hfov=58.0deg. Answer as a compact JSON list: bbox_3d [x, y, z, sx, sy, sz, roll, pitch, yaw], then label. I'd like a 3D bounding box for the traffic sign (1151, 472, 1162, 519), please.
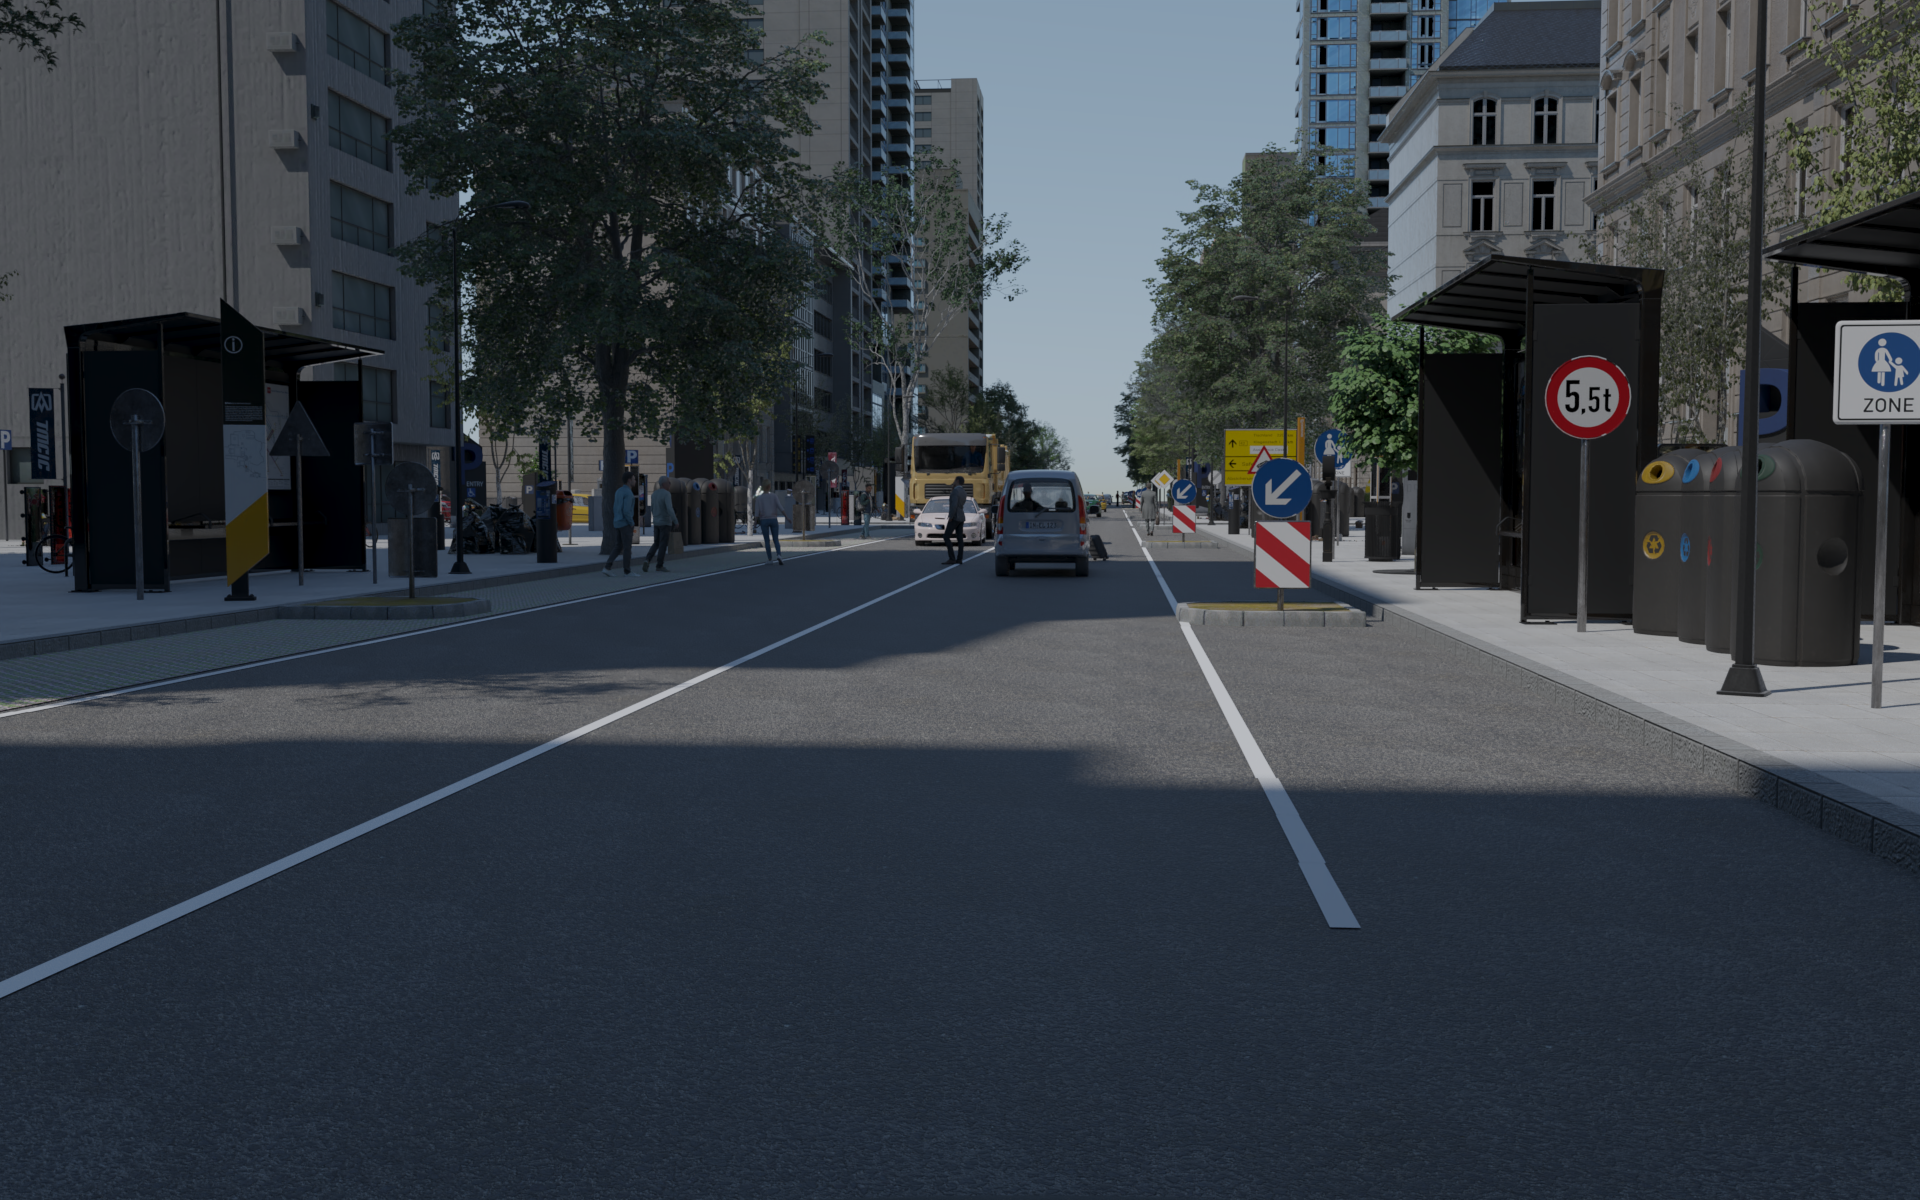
[{"bbox_3d":[9.088,-4.608,78.984,0.795,2.450,0.064,0,4,5],"label":"traffic sign"}]

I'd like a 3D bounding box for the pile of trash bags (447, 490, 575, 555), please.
[{"bbox_3d":[-9.614,-1.742,38.236,1.912,1.369,3.447,1,4,21],"label":"pile of trash bags"}]

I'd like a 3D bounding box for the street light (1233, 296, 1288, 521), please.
[{"bbox_3d":[7.094,-4.167,40.665,1.470,5.913,1.316,0,4,5],"label":"street light"}]

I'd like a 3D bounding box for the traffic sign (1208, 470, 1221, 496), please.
[{"bbox_3d":[13.747,-5.704,93.359,0.768,2.556,0.104,1,4,14],"label":"traffic sign"}]

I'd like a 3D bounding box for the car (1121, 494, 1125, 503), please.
[{"bbox_3d":[26.593,-16.283,276.014,2.009,1.686,4.222,0,4,6],"label":"car"}]

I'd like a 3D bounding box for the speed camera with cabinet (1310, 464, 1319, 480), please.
[{"bbox_3d":[19.628,-6.459,99.947,2.038,3.252,0.660,-1,4,-9],"label":"speed camera with cabinet"}]

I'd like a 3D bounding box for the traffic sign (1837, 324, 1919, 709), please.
[{"bbox_3d":[5.487,-0.500,10.302,0.606,2.300,0.079,0,4,7],"label":"traffic sign"}]

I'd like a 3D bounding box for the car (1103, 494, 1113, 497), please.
[{"bbox_3d":[25.577,-17.861,301.067,2.155,1.783,4.494,0,4,5],"label":"car"}]

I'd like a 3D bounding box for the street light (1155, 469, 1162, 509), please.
[{"bbox_3d":[14.574,-9.232,123.485,1.470,5.913,1.316,0,4,5],"label":"street light"}]

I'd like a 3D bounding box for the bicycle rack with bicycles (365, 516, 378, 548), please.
[{"bbox_3d":[-15.665,-1.709,41.323,2.925,0.926,2.852,3,5,41],"label":"bicycle rack with bicycles"}]

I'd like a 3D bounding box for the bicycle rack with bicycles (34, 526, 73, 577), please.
[{"bbox_3d":[-13.404,-0.895,28.015,2.925,0.926,2.852,-1,4,-12],"label":"bicycle rack with bicycles"}]

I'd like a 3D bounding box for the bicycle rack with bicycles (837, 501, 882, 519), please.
[{"bbox_3d":[-5.020,-4.678,89.862,2.925,0.926,2.852,-2,4,-25],"label":"bicycle rack with bicycles"}]

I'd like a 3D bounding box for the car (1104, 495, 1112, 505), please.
[{"bbox_3d":[18.582,-12.936,223.859,2.083,1.381,4.827,0,4,3],"label":"car"}]

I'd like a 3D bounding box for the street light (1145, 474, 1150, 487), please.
[{"bbox_3d":[17.248,-11.077,153.648,1.470,5.913,1.316,0,4,5],"label":"street light"}]

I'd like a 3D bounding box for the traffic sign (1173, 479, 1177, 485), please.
[{"bbox_3d":[18.662,-9.106,148.981,0.768,2.556,0.104,1,4,14],"label":"traffic sign"}]

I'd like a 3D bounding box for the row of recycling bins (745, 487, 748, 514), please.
[{"bbox_3d":[-11.364,-5.041,89.532,1.069,1.692,3.534,-1,4,-9],"label":"row of recycling bins"}]

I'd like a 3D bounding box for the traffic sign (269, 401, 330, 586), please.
[{"bbox_3d":[-9.238,-1.481,24.214,0.884,2.594,0.081,0,4,6],"label":"traffic sign"}]

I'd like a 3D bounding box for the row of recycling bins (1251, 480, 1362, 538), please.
[{"bbox_3d":[10.157,-2.705,51.342,3.534,1.692,1.069,-2,4,-31],"label":"row of recycling bins"}]

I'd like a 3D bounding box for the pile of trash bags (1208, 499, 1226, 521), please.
[{"bbox_3d":[13.728,-4.470,82.829,3.447,1.369,1.912,-1,4,-16],"label":"pile of trash bags"}]

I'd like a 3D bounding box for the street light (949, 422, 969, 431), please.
[{"bbox_3d":[-0.111,-8.478,111.163,1.470,5.913,1.316,0,4,5],"label":"street light"}]

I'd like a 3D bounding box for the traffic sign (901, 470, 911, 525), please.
[{"bbox_3d":[-2.075,-4.180,71.983,0.795,2.450,0.064,0,4,5],"label":"traffic sign"}]

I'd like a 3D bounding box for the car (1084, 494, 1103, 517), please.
[{"bbox_3d":[7.833,-5.850,107.437,2.131,1.459,4.920,0,4,3],"label":"car"}]

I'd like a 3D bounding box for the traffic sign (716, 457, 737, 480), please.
[{"bbox_3d":[-8.100,-3.656,59.878,0.768,2.556,0.104,1,4,9],"label":"traffic sign"}]

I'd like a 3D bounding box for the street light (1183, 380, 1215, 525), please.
[{"bbox_3d":[9.770,-6.013,70.857,1.470,5.913,1.316,0,4,5],"label":"street light"}]

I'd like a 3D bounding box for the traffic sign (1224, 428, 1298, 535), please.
[{"bbox_3d":[9.351,-3.673,53.931,2.265,3.308,0.079,0,4,7],"label":"traffic sign"}]

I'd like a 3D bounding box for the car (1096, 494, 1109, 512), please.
[{"bbox_3d":[10.775,-7.769,137.240,2.015,1.641,3.980,0,4,5],"label":"car"}]

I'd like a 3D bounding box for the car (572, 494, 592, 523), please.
[{"bbox_3d":[-16.679,-4.116,77.512,3.980,1.641,2.015,0,4,7],"label":"car"}]

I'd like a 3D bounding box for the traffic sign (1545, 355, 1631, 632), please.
[{"bbox_3d":[5.775,-0.973,16.013,0.768,2.556,0.104,0,4,6],"label":"traffic sign"}]

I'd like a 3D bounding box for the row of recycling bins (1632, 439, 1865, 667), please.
[{"bbox_3d":[6.544,-0.452,14.506,1.069,1.692,3.534,0,4,6],"label":"row of recycling bins"}]

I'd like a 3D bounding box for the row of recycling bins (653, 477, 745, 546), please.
[{"bbox_3d":[-6.808,-2.271,44.242,1.069,1.692,3.534,1,4,18],"label":"row of recycling bins"}]

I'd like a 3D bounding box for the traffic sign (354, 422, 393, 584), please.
[{"bbox_3d":[-8.364,-1.381,24.704,0.606,2.300,0.079,1,4,14],"label":"traffic sign"}]

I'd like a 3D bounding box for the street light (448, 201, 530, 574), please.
[{"bbox_3d":[-7.503,-3.370,27.636,1.470,5.913,1.316,0,4,5],"label":"street light"}]

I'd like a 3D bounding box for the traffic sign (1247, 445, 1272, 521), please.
[{"bbox_3d":[8.094,-2.824,46.181,0.884,2.594,0.081,0,4,7],"label":"traffic sign"}]

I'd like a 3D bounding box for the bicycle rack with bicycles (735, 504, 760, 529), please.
[{"bbox_3d":[-8.575,-3.149,64.869,2.925,0.926,2.852,2,4,30],"label":"bicycle rack with bicycles"}]

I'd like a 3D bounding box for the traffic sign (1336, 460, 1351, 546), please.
[{"bbox_3d":[9.363,-2.492,42.868,0.606,2.300,0.079,1,4,14],"label":"traffic sign"}]

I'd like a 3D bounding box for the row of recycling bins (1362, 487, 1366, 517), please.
[{"bbox_3d":[22.144,-5.426,95.834,1.069,1.692,3.534,3,5,44],"label":"row of recycling bins"}]

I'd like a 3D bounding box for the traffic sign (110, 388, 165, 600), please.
[{"bbox_3d":[-9.943,-1.274,20.930,0.768,2.556,0.104,1,4,14],"label":"traffic sign"}]

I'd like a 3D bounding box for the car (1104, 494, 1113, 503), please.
[{"bbox_3d":[24.810,-17.211,291.618,2.015,1.641,3.980,0,4,6],"label":"car"}]

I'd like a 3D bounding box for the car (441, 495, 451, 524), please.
[{"bbox_3d":[-24.772,-4.195,77.635,4.494,1.783,2.155,0,4,6],"label":"car"}]

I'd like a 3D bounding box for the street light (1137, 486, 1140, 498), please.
[{"bbox_3d":[24.090,-15.742,229.918,1.470,5.913,1.316,0,4,5],"label":"street light"}]

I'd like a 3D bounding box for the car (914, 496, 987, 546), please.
[{"bbox_3d":[-0.242,-2.265,49.392,2.083,1.381,4.827,0,4,3],"label":"car"}]

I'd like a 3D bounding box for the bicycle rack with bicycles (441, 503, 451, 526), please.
[{"bbox_3d":[-21.719,-3.462,69.994,2.852,0.926,2.925,1,4,16],"label":"bicycle rack with bicycles"}]

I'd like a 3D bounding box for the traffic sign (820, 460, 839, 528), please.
[{"bbox_3d":[-4.918,-3.983,65.220,0.768,2.556,0.104,1,4,12],"label":"traffic sign"}]

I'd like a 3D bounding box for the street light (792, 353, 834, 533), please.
[{"bbox_3d":[-4.863,-5.182,57.263,1.470,5.913,1.316,0,4,5],"label":"street light"}]

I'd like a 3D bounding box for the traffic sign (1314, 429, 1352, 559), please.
[{"bbox_3d":[7.333,-2.073,34.006,0.768,2.556,0.104,1,4,9],"label":"traffic sign"}]

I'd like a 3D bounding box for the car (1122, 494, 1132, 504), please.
[{"bbox_3d":[23.511,-14.165,241.388,2.009,1.686,4.222,0,4,5],"label":"car"}]

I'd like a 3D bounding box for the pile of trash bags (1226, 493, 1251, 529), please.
[{"bbox_3d":[11.950,-3.341,64.375,3.447,1.369,1.912,2,4,29],"label":"pile of trash bags"}]

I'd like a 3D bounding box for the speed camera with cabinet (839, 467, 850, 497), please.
[{"bbox_3d":[-8.312,-8.261,129.407,0.660,3.252,2.038,2,4,24],"label":"speed camera with cabinet"}]

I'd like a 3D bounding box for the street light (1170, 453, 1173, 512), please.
[{"bbox_3d":[11.879,-7.420,93.863,1.470,5.913,1.316,0,4,5],"label":"street light"}]

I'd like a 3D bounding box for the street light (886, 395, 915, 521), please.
[{"bbox_3d":[-2.808,-6.667,81.542,1.470,5.913,1.316,0,4,5],"label":"street light"}]

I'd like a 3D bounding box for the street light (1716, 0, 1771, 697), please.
[{"bbox_3d":[4.488,-2.351,10.984,1.470,5.913,1.316,0,4,5],"label":"street light"}]
